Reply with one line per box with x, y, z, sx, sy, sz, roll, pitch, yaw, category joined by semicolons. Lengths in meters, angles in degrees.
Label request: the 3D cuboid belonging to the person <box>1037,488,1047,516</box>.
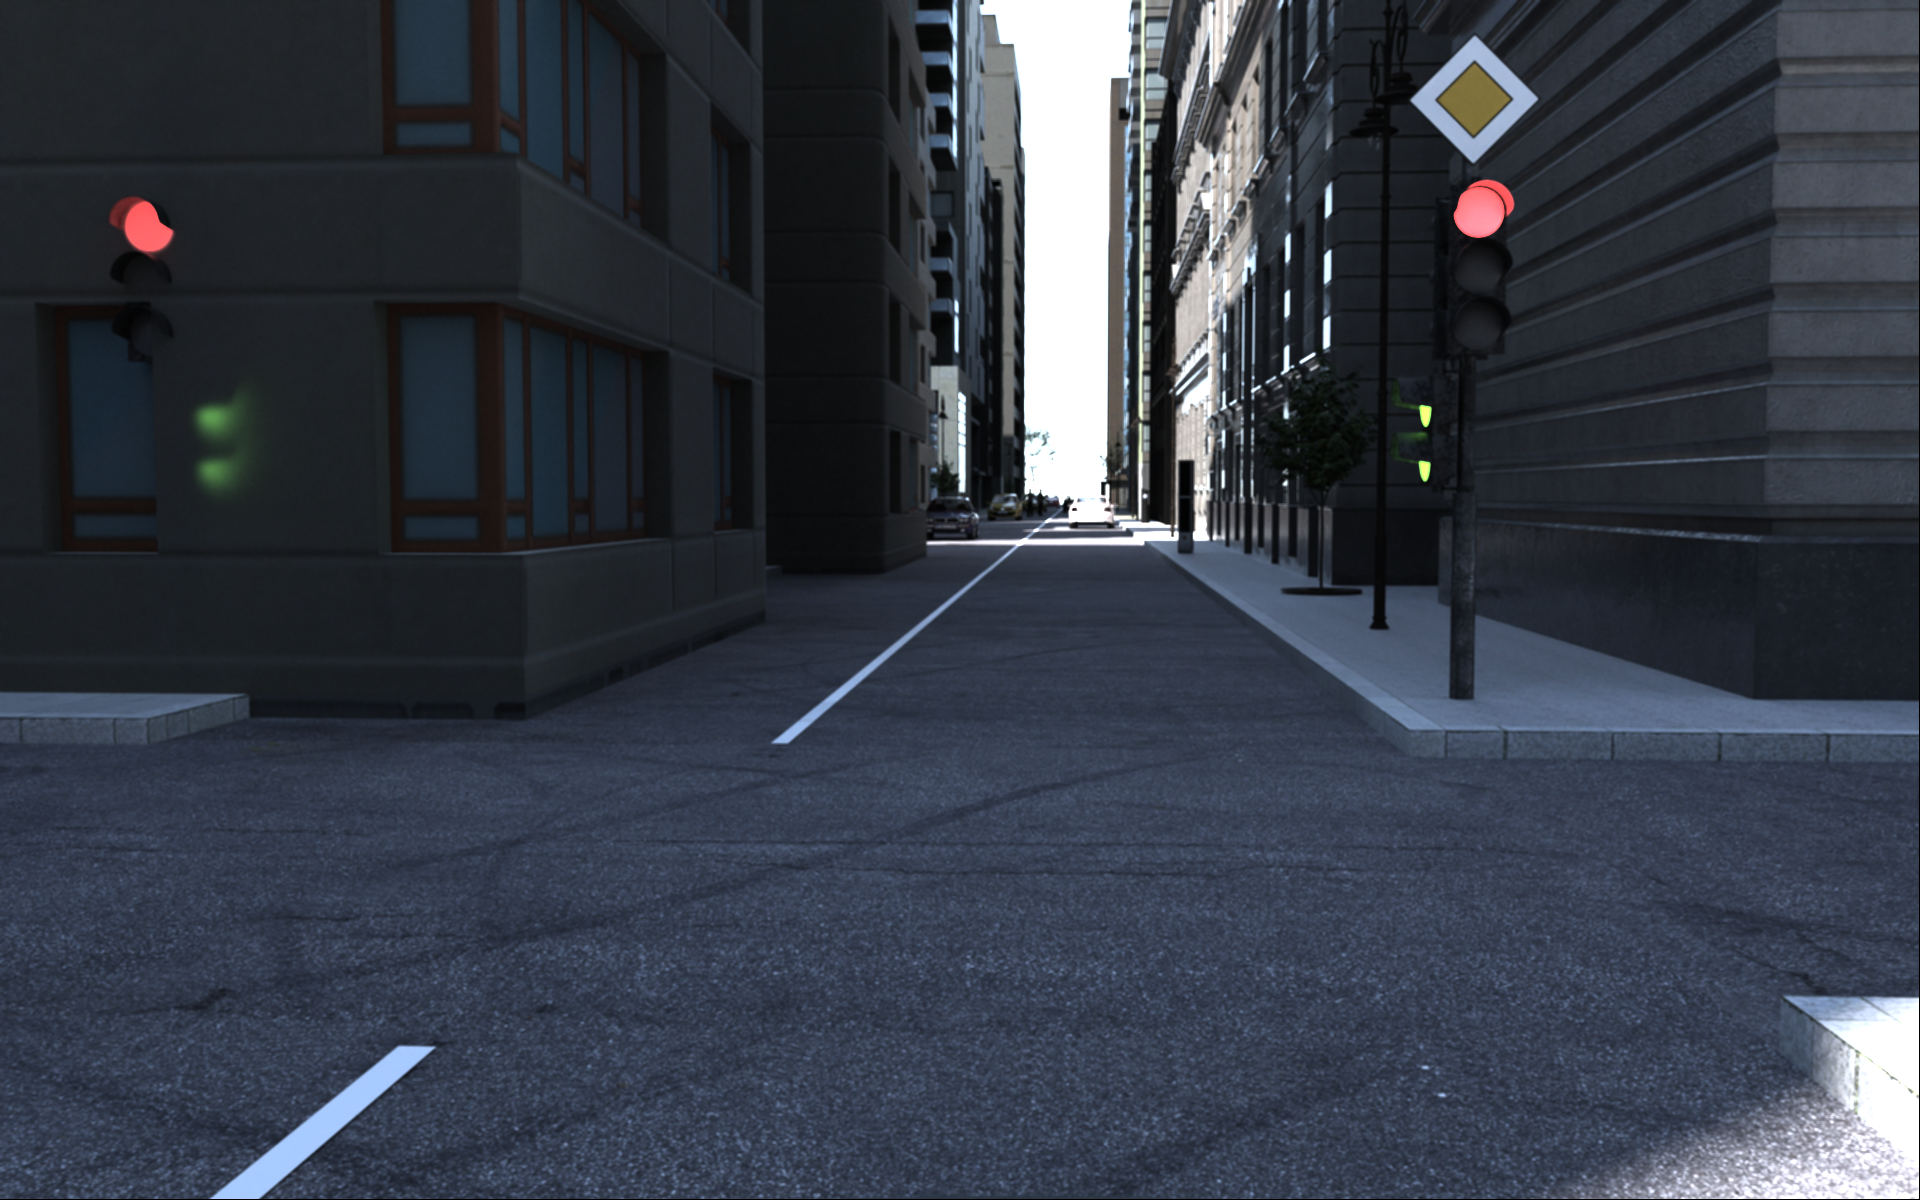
5.317;-6.427;113.674;0.705;1.812;1.348;-2;4;-25;person

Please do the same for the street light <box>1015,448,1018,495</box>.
5.518;-12.170;171.769;0.468;5.910;1.993;0;4;4;street light

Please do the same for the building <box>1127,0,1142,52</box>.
25.276;-32.129;144.919;23.786;49.044;30.456;0;4;4;building

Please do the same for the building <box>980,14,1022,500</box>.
-4.605;-34.055;180.505;21.300;48.544;21.600;0;4;4;building

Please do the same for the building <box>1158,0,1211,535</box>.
12.982;-13.617;58.802;11.583;22.565;21.152;0;4;4;building

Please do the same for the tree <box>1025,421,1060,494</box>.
10.447;-19.586;245.986;9.928;11.665;9.643;0;3;0;tree

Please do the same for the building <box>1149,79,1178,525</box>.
15.032;-15.154;77.452;12.332;23.373;15.834;0;4;4;building

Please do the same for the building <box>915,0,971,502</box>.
-10.165;-48.213;100.950;22.319;86.520;31.000;0;4;4;building

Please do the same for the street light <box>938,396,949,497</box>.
-0.791;-6.581;80.379;0.468;5.910;1.993;0;4;4;street light

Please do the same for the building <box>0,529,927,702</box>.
-15.554;-11.047;25.654;27.650;21.520;28.899;0;4;4;building

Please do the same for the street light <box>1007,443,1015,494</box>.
4.493;-11.305;157.626;0.468;5.910;1.993;0;4;4;street light

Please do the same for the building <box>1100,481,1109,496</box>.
35.006;-33.008;231.563;32.217;40.220;23.993;0;4;4;building

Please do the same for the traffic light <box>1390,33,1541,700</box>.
3.129;-1.335;10.755;0.839;4.253;0.868;0;4;4;traffic light

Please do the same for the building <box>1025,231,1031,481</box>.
-2.951;-36.817;221.573;23.786;49.044;30.456;0;4;4;building

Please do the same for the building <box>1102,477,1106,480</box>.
28.868;-35.772;204.478;23.786;49.044;30.456;0;4;4;building

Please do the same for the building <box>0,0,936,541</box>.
-15.879;-13.462;65.150;27.650;21.520;28.899;0;4;4;building

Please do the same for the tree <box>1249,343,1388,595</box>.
4.544;-1.697;22.355;1.663;3.219;1.824;0;3;0;tree

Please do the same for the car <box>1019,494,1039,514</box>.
5.174;-7.253;128.804;2.015;1.641;3.980;0;4;3;car

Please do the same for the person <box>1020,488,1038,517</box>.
4.383;-6.137;108.856;1.348;1.823;0.705;2;4;34;person

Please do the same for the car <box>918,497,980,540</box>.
-0.327;-2.615;55.336;1.945;1.354;3.894;0;4;3;car

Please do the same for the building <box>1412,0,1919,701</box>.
14.499;-11.336;14.223;19.941;23.489;11.050;0;4;4;building

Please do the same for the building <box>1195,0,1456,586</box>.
11.674;-14.550;35.159;12.463;27.353;25.104;0;4;4;building

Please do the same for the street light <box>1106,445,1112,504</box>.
14.031;-11.539;161.444;0.468;5.910;1.993;0;4;4;street light

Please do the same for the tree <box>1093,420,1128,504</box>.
15.308;-13.505;171.165;4.360;8.622;3.978;0;3;0;tree

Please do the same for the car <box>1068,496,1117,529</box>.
5.559;-3.694;72.764;2.083;1.381;4.827;0;4;6;car

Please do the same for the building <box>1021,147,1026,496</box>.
0.283;-31.496;198.546;14.154;41.232;14.086;0;4;4;building

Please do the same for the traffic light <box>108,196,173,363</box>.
-5.114;-1.369;11.307;0.839;4.253;0.868;0;4;4;traffic light

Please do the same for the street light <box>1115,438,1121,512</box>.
11.572;-9.432;127.008;0.468;5.910;1.993;0;4;4;street light

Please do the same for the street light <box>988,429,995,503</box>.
2.183;-9.194;123.106;0.468;5.910;1.993;0;4;4;street light

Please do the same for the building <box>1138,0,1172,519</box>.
16.749;-25.070;93.490;14.154;41.232;14.086;0;4;4;building

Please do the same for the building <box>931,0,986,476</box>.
-12.093;-33.175;131.649;28.713;52.752;27.495;0;4;4;building

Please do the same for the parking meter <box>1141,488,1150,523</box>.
8.122;-4.123;75.826;0.372;1.533;0.369;0;3;0;parking meter

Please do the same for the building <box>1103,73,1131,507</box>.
22.548;-32.574;182.687;14.600;45.320;14.200;0;4;4;building

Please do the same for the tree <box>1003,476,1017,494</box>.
4.611;-10.230;161.859;1.663;3.219;1.824;0;3;0;tree

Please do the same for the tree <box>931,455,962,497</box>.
-0.693;-5.576;85.773;1.663;3.219;1.824;0;3;0;tree

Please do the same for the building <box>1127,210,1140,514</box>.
25.427;-16.533;115.354;27.650;21.520;28.899;0;4;4;building

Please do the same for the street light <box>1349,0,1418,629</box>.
3.991;-2.662;16.310;0.468;5.910;1.993;0;4;4;street light

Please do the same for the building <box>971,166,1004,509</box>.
-3.469;-23.303;152.711;14.160;30.474;14.107;0;4;4;building

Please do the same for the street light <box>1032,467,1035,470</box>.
10.258;-16.371;240.445;0.468;5.910;1.993;0;4;4;street light

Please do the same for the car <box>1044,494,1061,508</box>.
9.357;-10.320;177.766;2.155;1.783;4.494;0;4;6;car

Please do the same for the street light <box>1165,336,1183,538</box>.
6.259;-4.774;50.841;0.468;5.910;1.993;0;4;4;street light

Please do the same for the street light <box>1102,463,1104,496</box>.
14.938;-12.436;176.111;0.468;5.910;1.993;0;4;4;street light

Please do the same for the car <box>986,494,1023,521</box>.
2.445;-5.114;93.844;2.015;1.641;3.980;0;4;5;car

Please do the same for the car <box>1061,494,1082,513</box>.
8.806;-7.588;133.851;2.009;1.686;4.222;0;4;4;car

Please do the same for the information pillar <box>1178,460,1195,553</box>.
4.901;-2.022;37.546;0.304;2.012;0.304;1;4;17;information pillar

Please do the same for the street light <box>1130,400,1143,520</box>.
8.737;-6.870;85.113;0.468;5.910;1.993;0;4;4;street light

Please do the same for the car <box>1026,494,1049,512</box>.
6.107;-7.877;139.013;2.015;1.641;3.980;0;4;2;car

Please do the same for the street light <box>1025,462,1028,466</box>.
7.852;-14.268;206.073;0.468;5.910;1.993;0;4;4;street light
